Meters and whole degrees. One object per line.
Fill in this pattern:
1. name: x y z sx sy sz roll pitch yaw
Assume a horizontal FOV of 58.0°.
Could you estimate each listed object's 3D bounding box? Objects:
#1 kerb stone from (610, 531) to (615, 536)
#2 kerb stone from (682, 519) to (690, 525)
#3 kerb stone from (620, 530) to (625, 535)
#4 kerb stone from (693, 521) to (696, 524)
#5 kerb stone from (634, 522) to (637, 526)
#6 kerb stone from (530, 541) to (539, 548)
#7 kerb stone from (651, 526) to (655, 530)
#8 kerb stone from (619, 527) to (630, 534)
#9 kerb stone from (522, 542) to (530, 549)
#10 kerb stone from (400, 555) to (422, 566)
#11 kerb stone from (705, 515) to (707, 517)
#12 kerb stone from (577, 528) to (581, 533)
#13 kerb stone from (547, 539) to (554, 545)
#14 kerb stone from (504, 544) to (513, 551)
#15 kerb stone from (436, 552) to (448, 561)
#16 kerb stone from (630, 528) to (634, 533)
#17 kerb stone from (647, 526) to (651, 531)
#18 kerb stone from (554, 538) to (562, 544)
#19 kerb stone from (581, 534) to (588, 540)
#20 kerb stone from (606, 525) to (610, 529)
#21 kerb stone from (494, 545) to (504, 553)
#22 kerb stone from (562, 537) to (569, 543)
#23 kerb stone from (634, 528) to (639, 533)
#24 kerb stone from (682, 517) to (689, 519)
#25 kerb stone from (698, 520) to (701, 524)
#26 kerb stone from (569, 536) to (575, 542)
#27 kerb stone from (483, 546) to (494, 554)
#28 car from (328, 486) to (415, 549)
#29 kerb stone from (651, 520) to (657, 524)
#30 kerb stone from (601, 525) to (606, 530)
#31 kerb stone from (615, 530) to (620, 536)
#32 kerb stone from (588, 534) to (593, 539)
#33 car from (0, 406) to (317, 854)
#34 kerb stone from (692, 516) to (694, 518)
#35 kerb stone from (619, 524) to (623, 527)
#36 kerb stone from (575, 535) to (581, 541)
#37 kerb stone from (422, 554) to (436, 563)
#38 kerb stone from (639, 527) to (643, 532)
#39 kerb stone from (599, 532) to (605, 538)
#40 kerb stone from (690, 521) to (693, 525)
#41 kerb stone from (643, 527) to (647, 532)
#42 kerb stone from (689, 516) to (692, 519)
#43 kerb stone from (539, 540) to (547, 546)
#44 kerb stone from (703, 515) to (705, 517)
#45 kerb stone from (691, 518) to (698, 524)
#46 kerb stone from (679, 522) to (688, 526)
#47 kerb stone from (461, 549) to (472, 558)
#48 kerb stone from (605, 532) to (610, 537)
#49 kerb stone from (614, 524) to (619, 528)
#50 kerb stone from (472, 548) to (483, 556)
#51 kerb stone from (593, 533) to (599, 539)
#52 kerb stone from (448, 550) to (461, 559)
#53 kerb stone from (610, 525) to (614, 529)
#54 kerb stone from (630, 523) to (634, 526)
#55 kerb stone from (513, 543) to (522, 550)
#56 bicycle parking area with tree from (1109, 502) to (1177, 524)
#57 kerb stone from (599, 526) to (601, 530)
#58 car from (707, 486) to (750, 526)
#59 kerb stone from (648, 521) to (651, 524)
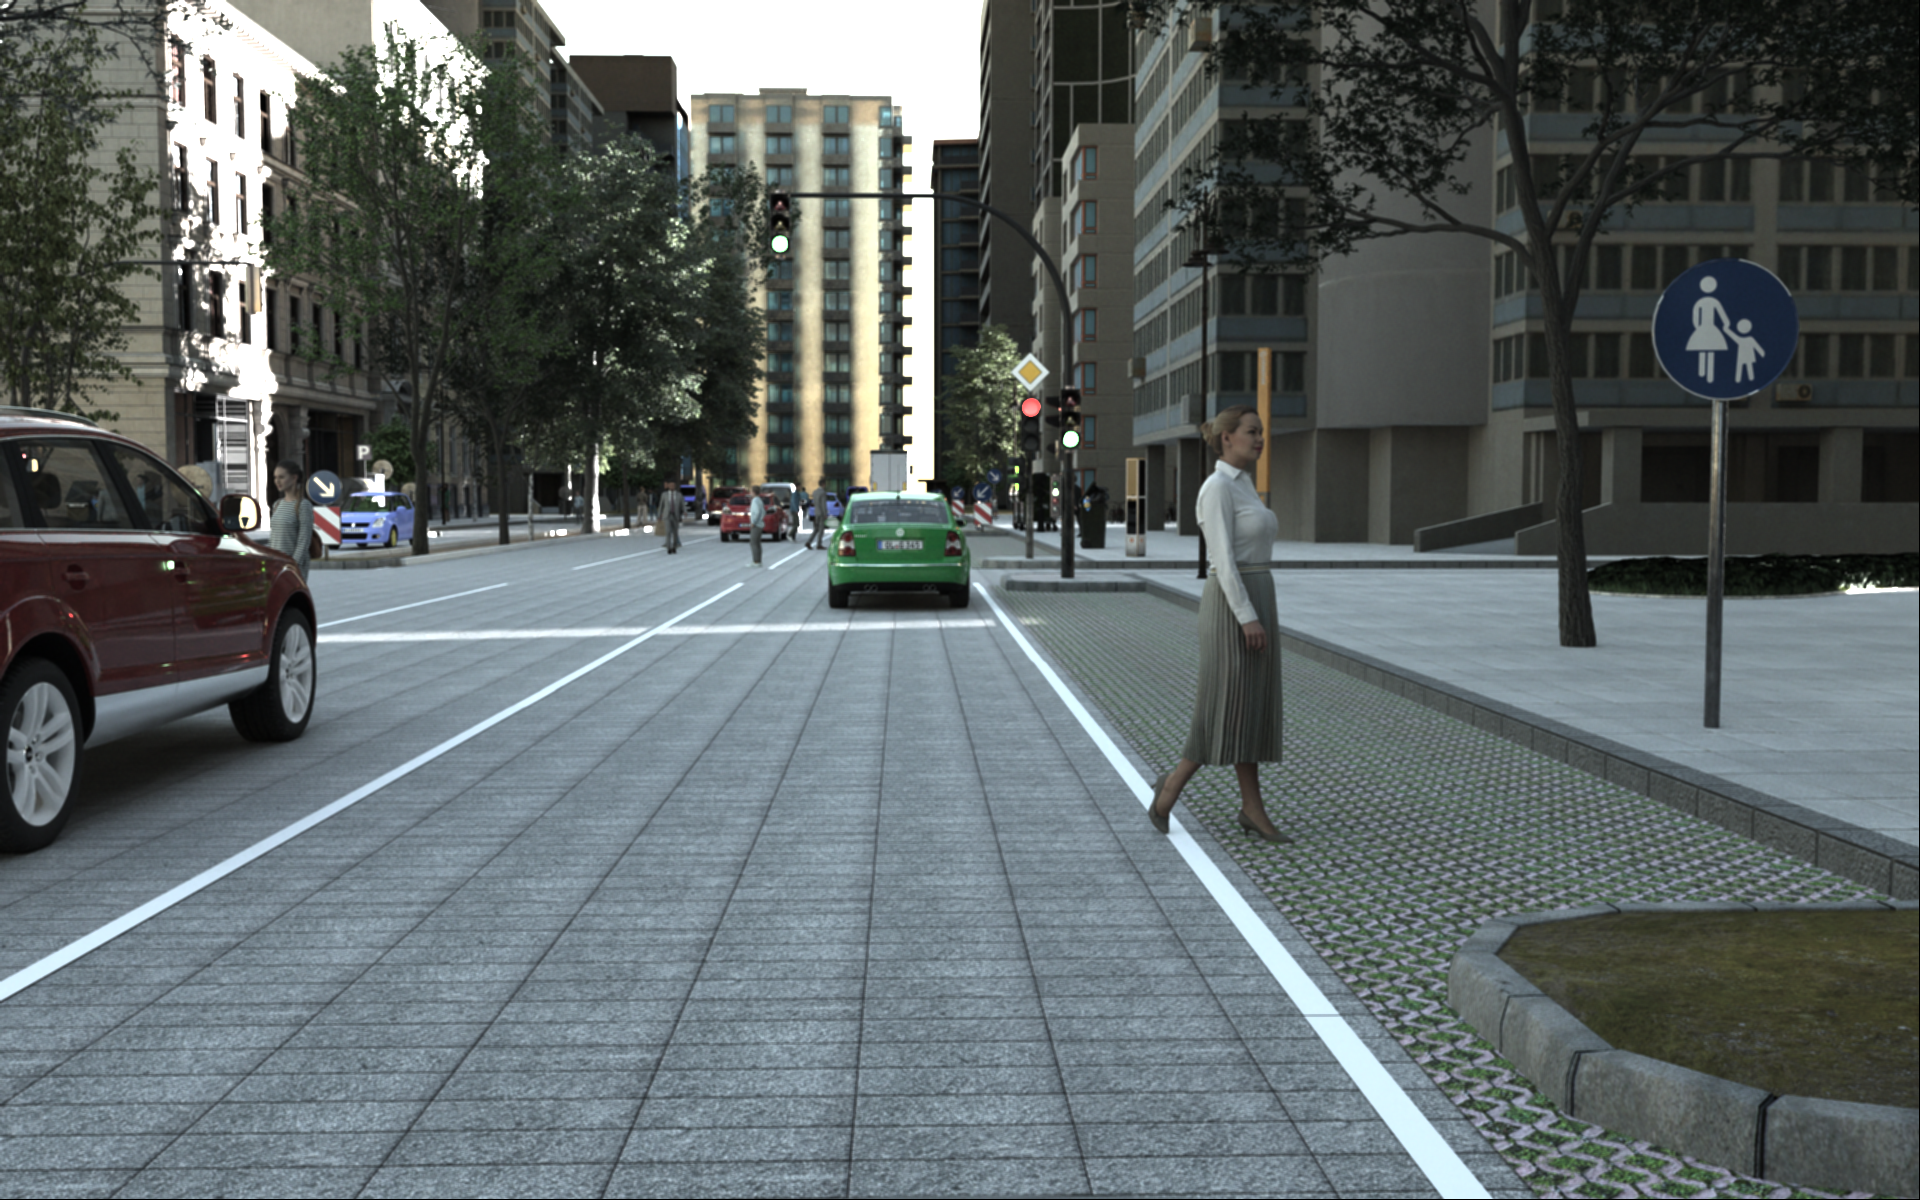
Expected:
1. kerb stone: -11.923 -2.232 58.722 0.120 0.150 1.000 0 4 -2
2. kerb stone: -12.575 -3.487 79.212 0.120 0.150 1.000 0 4 -2
3. kerb stone: -11.985 -2.354 60.768 0.120 0.150 1.000 0 4 -2
4. kerb stone: -12.637 -3.603 81.260 0.120 0.150 1.000 0 4 -2
5. kerb stone: -14.627 -3.421 78.133 0.120 0.150 1.000 0 4 -2
6. kerb stone: -11.528 -1.483 46.450 0.120 0.150 1.000 0 4 -2
7. kerb stone: -12.211 -2.795 67.934 0.120 0.150 1.000 0 4 -2
8. kerb stone: -12.016 -2.422 61.789 0.120 0.150 1.000 0 4 -2
9. kerb stone: -11.504 -1.421 45.426 0.120 0.150 1.000 0 4 -2
10. kerb stone: -11.170 -0.792 35.173 0.120 0.150 1.000 0 4 -2
11. kerb stone: -15.453 -4.990 103.775 0.120 0.150 1.000 0 4 -2
12. kerb stone: -14.182 -2.541 63.810 0.120 0.150 1.000 0 4 -2
13. kerb stone: -11.599 -1.609 48.495 0.120 0.150 1.000 0 4 -2
14. kerb stone: -11.440 -1.295 43.369 0.120 0.150 1.000 0 4 -2
15. kerb stone: -11.240 -0.912 37.216 0.120 0.150 1.000 0 4 -2
16. kerb stone: -12.053 -2.483 62.811 0.120 0.150 1.000 0 4 -2
17. kerb stone: -12.184 -2.735 66.909 0.120 0.150 1.000 0 4 -2
18. kerb stone: -11.626 -1.671 49.521 0.120 0.150 1.000 0 4 -2
19. kerb stone: -11.757 -1.921 53.608 0.120 0.150 1.000 0 4 -2
20. kerb stone: -14.373 -2.917 69.946 0.120 0.150 1.000 0 4 -2
21. kerb stone: -11.395 -1.233 42.347 0.120 0.150 1.000 0 4 -2
22. kerb stone: -11.657 -1.731 50.543 0.120 0.150 1.000 0 4 -2
23. kerb stone: -12.077 -2.547 63.836 0.120 0.150 1.000 0 4 -2
24. kerb stone: -15.196 -4.488 95.579 0.120 0.150 1.000 0 4 -2
25. kerb stone: -12.705 -3.737 83.317 0.120 0.150 1.000 0 4 -2
26. kerb stone: -11.695 -1.794 51.564 0.120 0.150 1.000 0 4 -2
27. kerb stone: -11.368 -1.170 41.318 0.120 0.150 1.000 0 4 -2
28. car: -15.553 -2.226 45.980 1.945 1.707 3.694 0 4 -2
29. kerb stone: -14.803 -3.735 83.273 0.120 0.150 1.000 0 4 -2
30. kerb stone: -14.342 -2.857 68.924 0.120 0.150 1.000 0 4 -2
31. kerb stone: -11.953 -2.292 59.744 0.120 0.150 1.000 0 4 -2
32. kerb stone: -11.796 -1.984 54.631 0.120 0.150 1.000 0 4 -2
33. car: -4.773 0.017 8.391 2.281 1.827 5.304 0 4 -3
34. kerb stone: -15.253 -4.614 97.628 0.120 0.150 1.000 0 4 -2
35. kerb stone: -14.478 -3.108 73.019 0.120 0.150 1.000 0 4 -2
36. kerb stone: -11.725 -1.857 52.586 0.120 0.150 1.000 0 4 -2
37. kerb stone: -11.204 -0.856 36.194 0.120 0.150 1.000 0 4 -2
38. kerb stone: -12.114 -2.610 64.864 0.120 0.150 1.000 0 4 -2
39. kerb stone: -11.859 -2.108 56.676 0.120 0.150 1.000 0 4 -2
40. kerb stone: -12.602 -3.547 80.238 0.120 0.150 1.000 0 4 -2
41. kerb stone: -12.143 -2.670 65.887 0.120 0.150 1.000 0 4 -2
42. kerb stone: -15.221 -4.551 96.601 0.120 0.150 1.000 0 4 -2
43. kerb stone: -11.560 -1.546 47.474 0.120 0.150 1.000 0 4 -2
44. kerb stone: -15.420 -4.927 102.750 0.120 0.150 1.000 0 4 -2
45. kerb stone: -12.666 -3.674 82.281 0.120 0.150 1.000 0 4 -2
46. kerb stone: -12.537 -3.424 78.190 0.120 0.150 1.000 0 4 -2
47. kerb stone: -11.309 -1.042 39.267 0.120 0.150 1.000 0 4 -2
48. kerb stone: -11.886 -2.172 57.701 0.120 0.150 1.000 0 4 -2
49. kerb stone: -14.434 -3.044 71.997 0.120 0.150 1.000 0 4 -2
50. kerb stone: -11.342 -1.106 40.296 0.120 0.150 1.000 0 4 -2
51. kerb stone: -11.823 -2.046 55.654 0.120 0.150 1.000 0 4 -2
52. kerb stone: -11.272 -0.978 38.246 0.120 0.150 1.000 0 4 -2
53. kerb stone: -14.415 -2.983 70.972 0.120 0.150 1.000 0 4 -2
54. kerb stone: -14.573 -3.295 76.087 0.120 0.150 1.000 0 4 -2
55. kerb stone: -11.467 -1.354 44.399 0.120 0.150 1.000 0 4 -2
56. bicycle parking area with tree: 11.063 -5.530 77.420 8.231 4.147 9.016 2 4 32
57. kerb stone: -14.314 -2.788 67.899 0.120 0.150 1.000 0 4 -2
58. car: -10.523 -4.373 80.177 2.281 1.827 5.304 0 4 -3
59. kerb stone: -14.735 -3.610 81.214 0.120 0.150 1.000 0 4 -2
